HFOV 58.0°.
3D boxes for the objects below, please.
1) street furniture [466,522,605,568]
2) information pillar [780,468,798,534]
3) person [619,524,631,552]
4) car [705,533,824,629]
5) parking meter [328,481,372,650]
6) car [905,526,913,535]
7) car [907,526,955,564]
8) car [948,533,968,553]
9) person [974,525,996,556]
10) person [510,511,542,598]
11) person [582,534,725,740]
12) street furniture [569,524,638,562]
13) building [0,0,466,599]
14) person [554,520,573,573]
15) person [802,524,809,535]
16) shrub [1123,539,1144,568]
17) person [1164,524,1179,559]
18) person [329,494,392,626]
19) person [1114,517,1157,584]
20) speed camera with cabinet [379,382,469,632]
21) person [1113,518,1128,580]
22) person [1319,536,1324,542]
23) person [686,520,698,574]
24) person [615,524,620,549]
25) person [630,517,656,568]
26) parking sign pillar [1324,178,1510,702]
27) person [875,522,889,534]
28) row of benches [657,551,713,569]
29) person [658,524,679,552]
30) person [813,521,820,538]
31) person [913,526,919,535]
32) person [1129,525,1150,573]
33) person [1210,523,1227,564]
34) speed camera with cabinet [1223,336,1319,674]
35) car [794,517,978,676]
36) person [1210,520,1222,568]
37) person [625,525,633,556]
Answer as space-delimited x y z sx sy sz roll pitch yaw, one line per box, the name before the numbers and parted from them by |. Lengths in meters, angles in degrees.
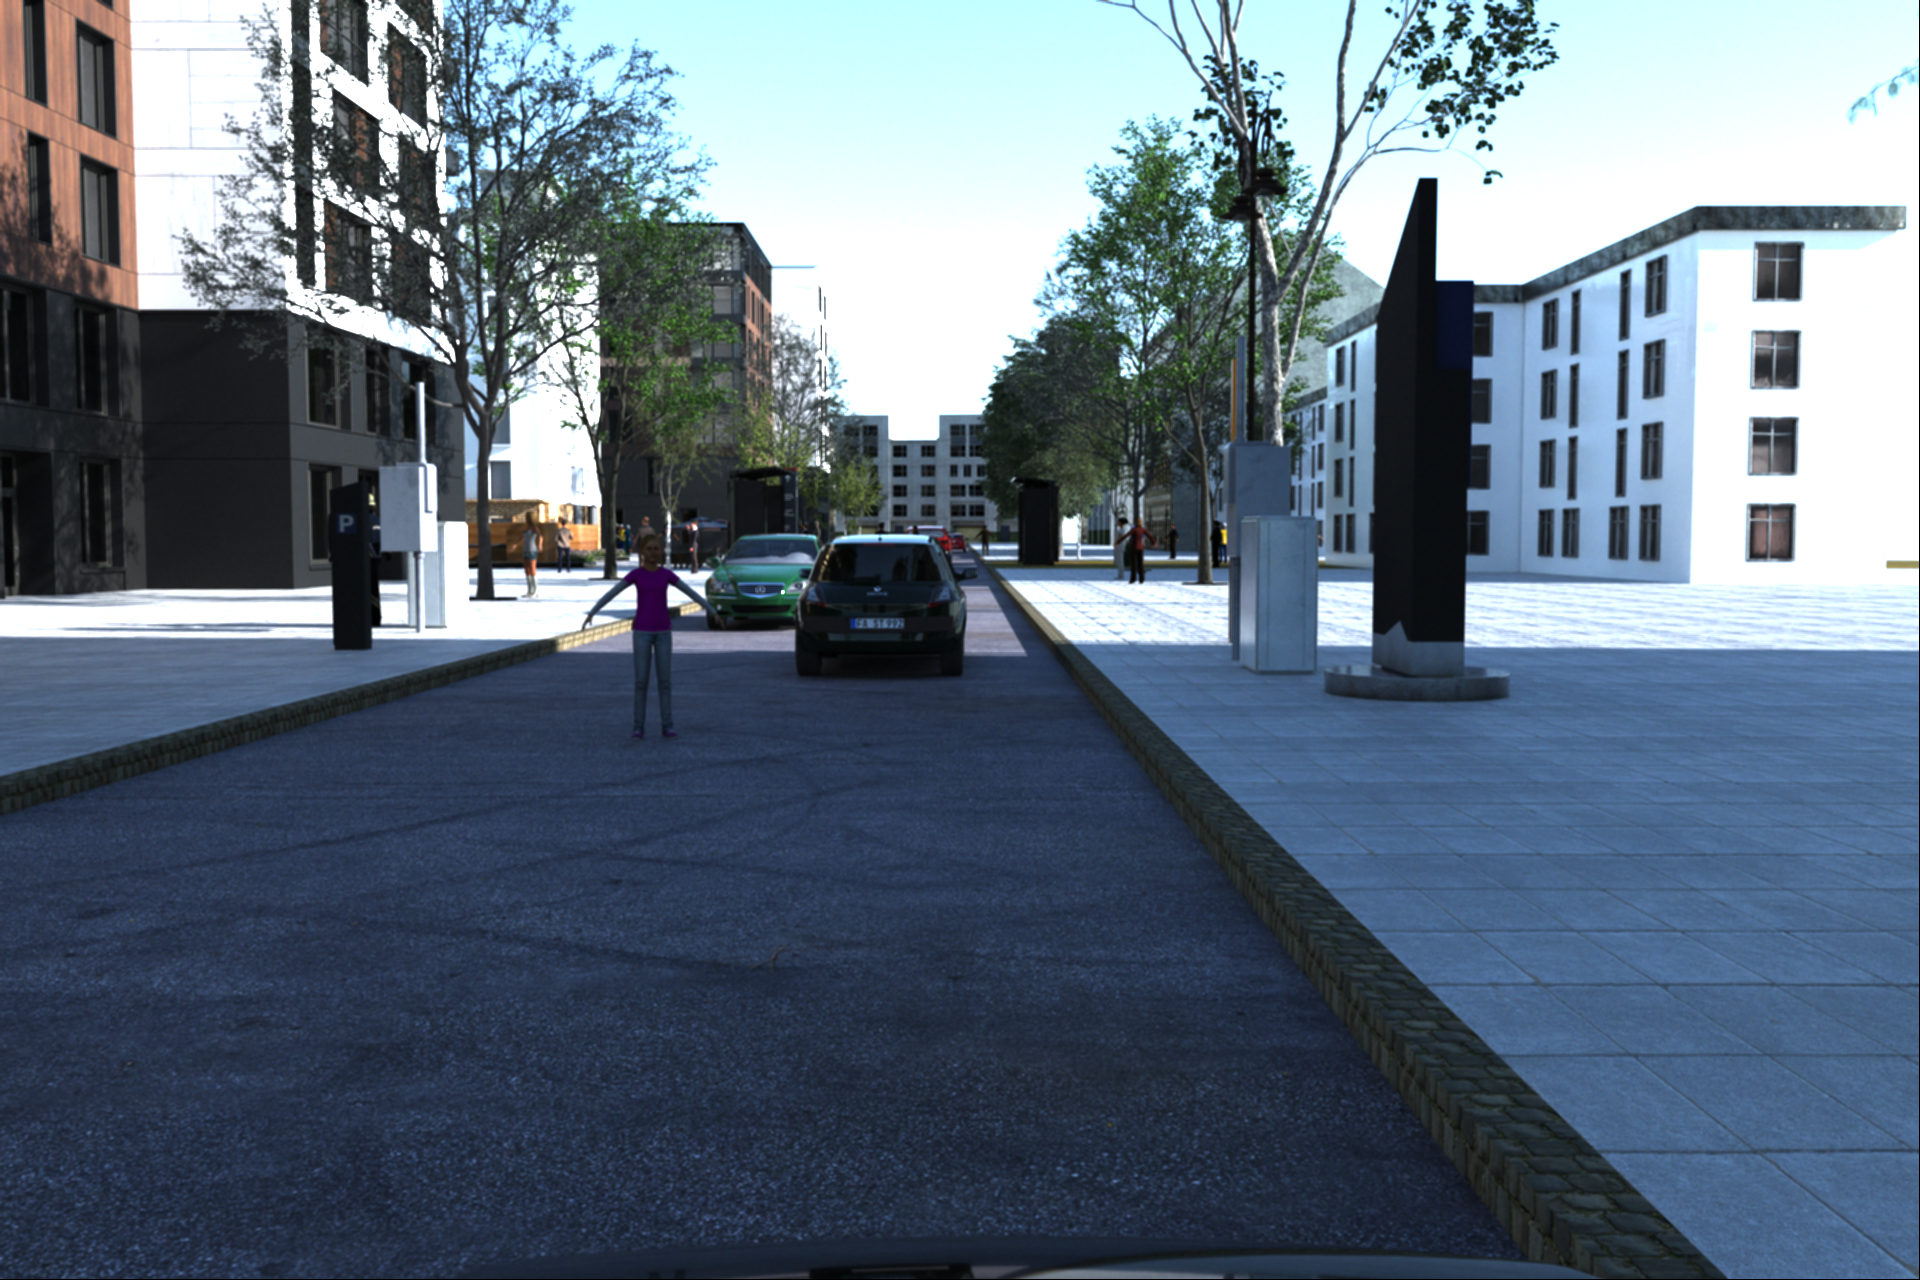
street furniture | -16.779 -3.800 68.990 9.812 1.723 11.010 0 4 -7
information pillar | -6.723 -4.816 68.125 0.750 3.857 0.750 0 4 0
person | -19.099 -5.612 97.718 1.349 1.833 0.705 2 4 27
car | -2.909 -0.973 27.700 2.131 1.459 4.920 0 4 0
parking meter | -6.768 -0.826 19.211 0.399 1.863 0.255 0 4 0
car | -1.950 -4.847 87.915 2.281 1.827 5.304 0 4 -1
car | -1.399 -4.444 81.339 2.281 1.827 5.304 0 4 0
car | -0.411 -7.731 135.437 2.155 1.783 4.494 0 3 0
person | 1.513 -5.945 103.334 1.346 1.812 0.704 0 4 2
person | -8.753 -1.737 35.015 0.721 1.753 1.214 -3 5 -42
person | -2.135 -0.021 12.072 0.991 1.433 0.599 -1 4 -17
street furniture | -18.478 -4.551 81.259 9.812 1.723 11.010 1 4 12
building | -29.323 -11.818 37.205 27.936 21.610 32.646 0 3 0
person | -13.201 -3.131 57.759 0.617 1.759 0.750 -1 4 -10
person | -7.156 -4.410 78.825 0.721 1.740 1.216 -2 4 -34
shrub | 6.515 -3.336 65.664 1.383 1.207 1.383 0 3 0
person | 10.967 -5.092 89.483 0.704 1.802 1.346 -2 4 -25
person | -8.232 -1.108 23.977 0.704 1.845 1.351 1 4 15
person | 4.566 -2.332 44.942 1.215 1.729 0.721 -1 4 -20
speed camera with cabinet | -7.223 -1.775 23.356 0.660 3.252 2.038 0 4 0
person | 4.436 -2.569 48.766 0.721 1.739 1.217 1 4 10
person | 16.407 -4.566 80.509 1.347 1.847 0.705 -3 5 -39
person | -8.746 -3.021 56.231 0.742 1.727 0.445 3 5 42
person | -18.868 -5.481 95.399 0.705 1.856 1.354 -1 4 -15
person | -8.780 -2.539 48.115 0.990 1.755 0.434 -3 5 -41
parking sign pillar | 3.675 -1.552 13.849 1.447 3.967 1.447 0 4 0
person | -2.662 -3.097 59.032 1.347 1.837 0.705 1 4 12
row of benches | -10.410 -2.991 64.369 1.422 0.672 4.104 1 4 20
person | -16.001 -5.413 94.643 1.345 1.843 0.704 -2 4 -24
person | -5.896 -3.954 70.782 0.705 1.813 1.348 -1 4 -14
person | -1.966 -4.077 75.349 0.704 1.802 1.346 1 4 14
person | 5.906 -3.105 56.674 0.599 1.838 0.709 -3 4 -36
person | 11.397 -4.200 75.130 1.216 1.772 0.721 -1 4 -12
speed camera with cabinet | 2.994 -1.369 16.715 0.660 3.252 2.038 0 4 0
car | -0.802 -0.559 18.924 2.009 1.686 4.222 0 4 0
person | 9.800 -3.690 66.523 0.705 1.806 1.347 2 4 29
person | -19.338 -5.803 101.007 0.704 1.817 1.347 -3 4 -39
